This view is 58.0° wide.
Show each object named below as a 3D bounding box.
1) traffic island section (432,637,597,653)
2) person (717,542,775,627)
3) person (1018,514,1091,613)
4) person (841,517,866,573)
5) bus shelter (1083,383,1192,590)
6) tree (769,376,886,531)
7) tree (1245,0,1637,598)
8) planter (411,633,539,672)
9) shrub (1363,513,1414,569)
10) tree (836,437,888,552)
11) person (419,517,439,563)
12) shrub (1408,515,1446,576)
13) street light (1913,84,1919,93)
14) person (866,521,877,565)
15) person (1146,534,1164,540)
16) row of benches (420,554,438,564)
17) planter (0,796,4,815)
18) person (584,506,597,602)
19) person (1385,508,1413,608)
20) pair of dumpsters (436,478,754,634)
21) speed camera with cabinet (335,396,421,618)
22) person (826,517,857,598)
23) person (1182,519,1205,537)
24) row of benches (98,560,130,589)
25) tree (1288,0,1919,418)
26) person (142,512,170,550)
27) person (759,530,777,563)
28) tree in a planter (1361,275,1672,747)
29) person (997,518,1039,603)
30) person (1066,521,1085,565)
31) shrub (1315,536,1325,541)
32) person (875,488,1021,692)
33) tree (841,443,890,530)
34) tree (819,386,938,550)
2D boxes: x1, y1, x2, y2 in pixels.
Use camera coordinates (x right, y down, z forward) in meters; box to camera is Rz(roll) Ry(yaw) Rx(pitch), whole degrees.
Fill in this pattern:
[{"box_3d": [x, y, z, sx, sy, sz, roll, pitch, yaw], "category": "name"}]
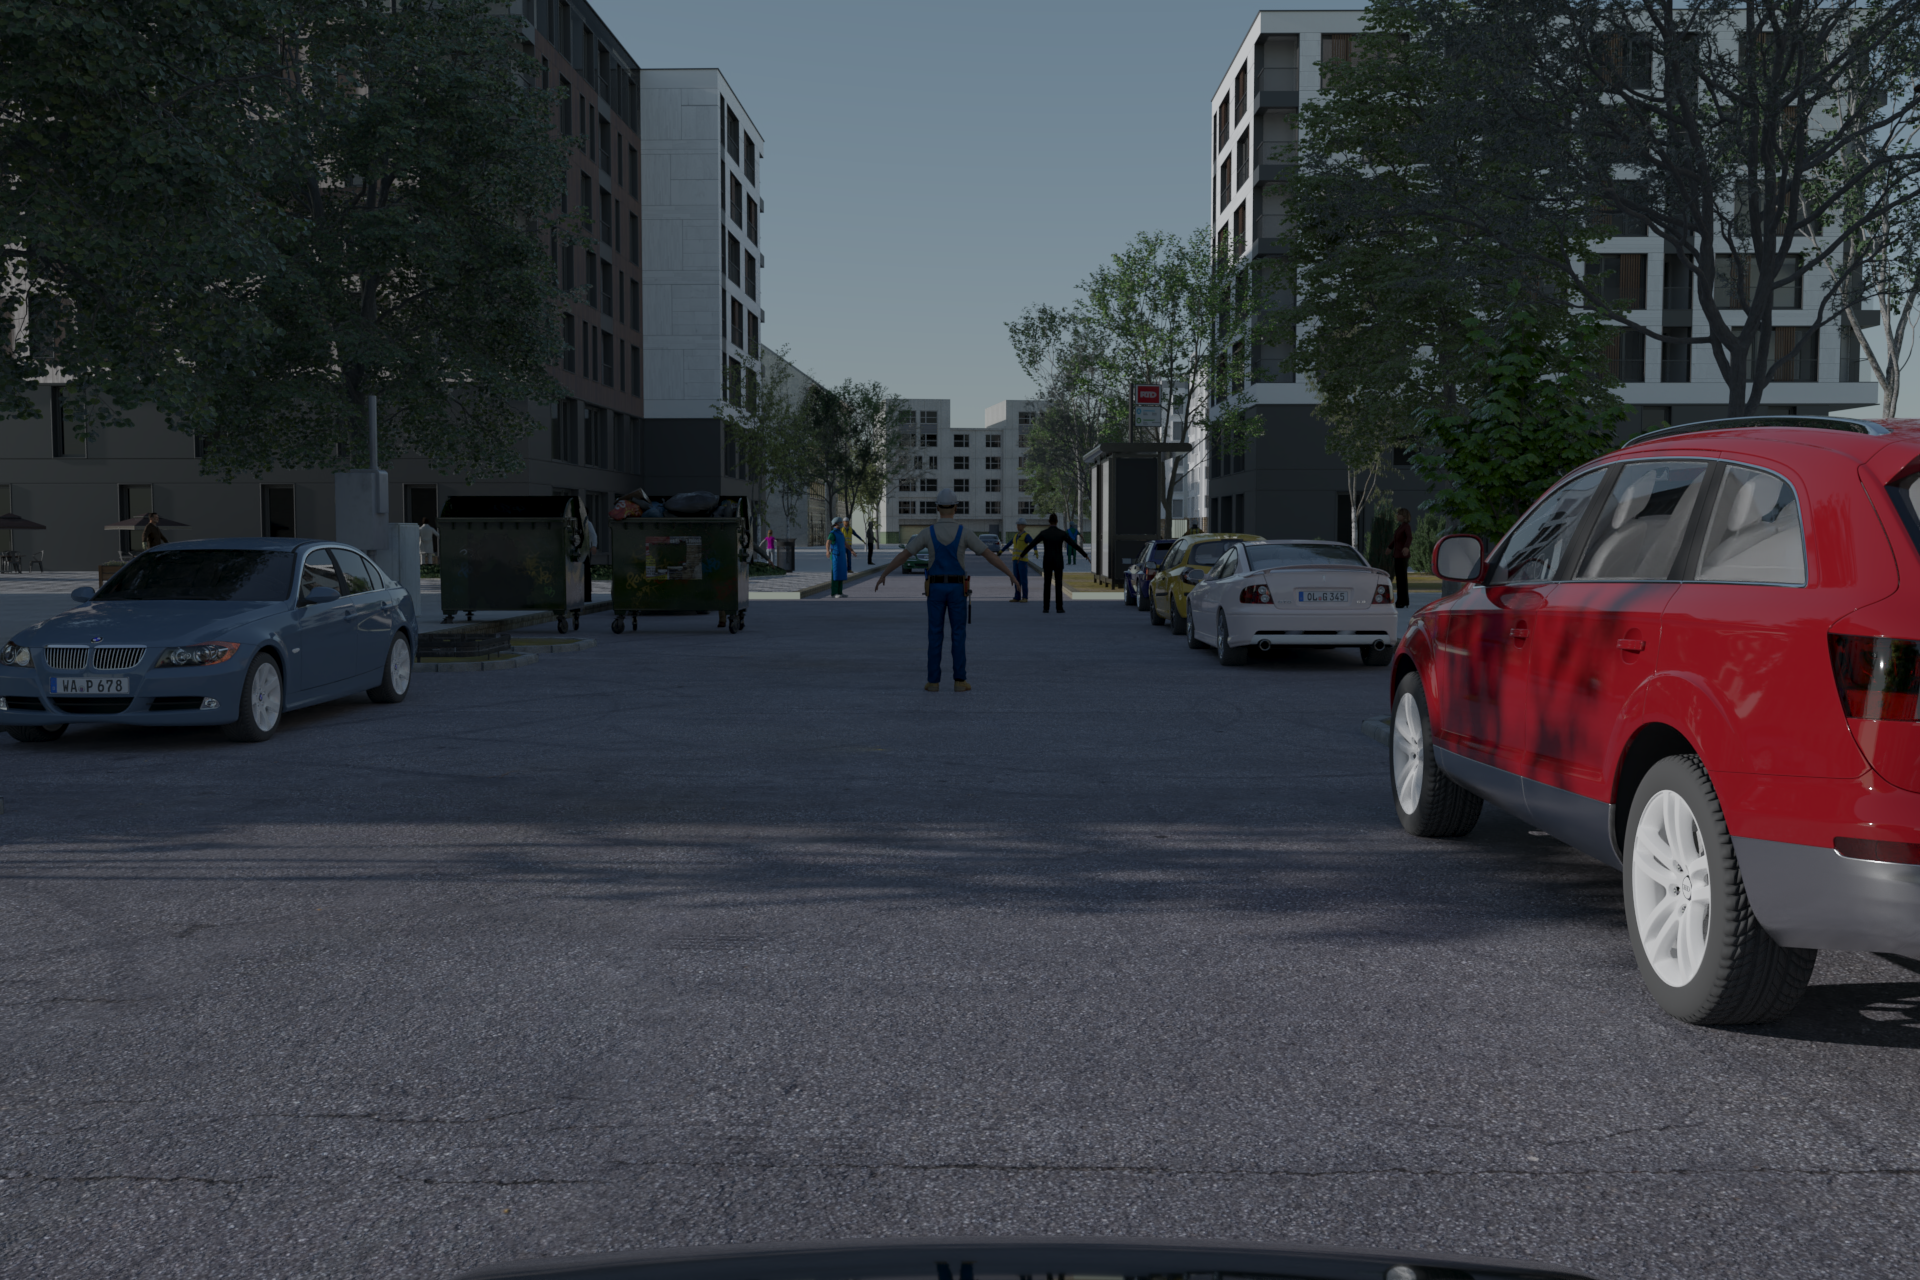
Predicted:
[{"box_3d": [-5.650, 0.071, 21.700, 1.991, 0.108, 1.994, 0, 4, 1], "category": "traffic island section"}, {"box_3d": [-3.536, -1.097, 26.657, 1.348, 1.796, 0.705, -1, 4, -13], "category": "person"}, {"box_3d": [1.700, -1.395, 31.494, 1.346, 1.802, 0.704, 1, 4, 11], "category": "person"}, {"box_3d": [-3.750, -3.131, 57.155, 1.349, 1.833, 0.705, -2, 4, -24], "category": "person"}, {"box_3d": [4.301, -4.053, 43.897, 2.179, 5.291, 8.768, 0, 4, 0], "category": "bus shelter"}, {"box_3d": [-7.832, -10.303, 102.868, 7.601, 10.594, 8.767, 0, 4, 6], "category": "tree"}, {"box_3d": [9.312, -7.080, 33.887, 7.486, 12.596, 7.792, 0, 3, 0], "category": "tree"}, {"box_3d": [-5.730, 0.133, 18.961, 1.991, 0.319, 1.994, 0, 4, 1], "category": "planter"}, {"box_3d": [13.794, -3.156, 55.646, 1.661, 2.075, 1.752, 0, 3, 0], "category": "shrub"}, {"box_3d": [-7.005, -10.791, 126.801, 4.737, 8.622, 4.395, 0, 3, 0], "category": "tree"}, {"box_3d": [-16.895, -2.974, 54.806, 1.347, 1.806, 0.705, -1, 4, -20], "category": "person"}, {"box_3d": [14.576, -3.006, 53.562, 1.690, 2.028, 1.600, 0, 3, 0], "category": "shrub"}, {"box_3d": [7.766, -2.463, 13.056, 0.468, 5.910, 1.993, 0, 4, 1], "category": "street light"}, {"box_3d": [-3.715, -4.059, 72.493, 0.705, 1.813, 1.348, -1, 4, -16], "category": "person"}, {"box_3d": [7.956, -4.066, 72.660, 1.347, 1.806, 0.705, -1, 4, -12], "category": "person"}, {"box_3d": [-17.826, -2.570, 57.479, 4.104, 0.672, 1.422, -1, 4, -22], "category": "row of benches"}, {"box_3d": [-5.893, 0.780, 8.388, 1.991, 0.319, 1.994, 0, 4, 0], "category": "planter"}, {"box_3d": [-7.125, -1.620, 32.650, 0.704, 1.810, 1.344, -3, 4, -38], "category": "person"}, {"box_3d": [7.580, -1.418, 29.991, 0.721, 1.729, 1.215, 0, 4, -1], "category": "person"}, {"box_3d": [-5.279, -1.239, 25.213, 4.436, 2.255, 1.574, 0, 4, 1], "category": "pair of dumpsters"}, {"box_3d": [-8.582, -1.909, 25.547, 0.660, 3.252, 2.038, 0, 4, 1], "category": "speed camera with cabinet"}, {"box_3d": [-2.726, -1.864, 39.053, 0.704, 1.817, 1.347, 2, 4, 23], "category": "person"}, {"box_3d": [9.076, -3.738, 66.884, 1.354, 1.858, 0.705, 1, 4, 15], "category": "person"}, {"box_3d": [-18.423, -1.572, 41.159, 4.104, 0.672, 1.422, 0, 4, -2], "category": "row of benches"}, {"box_3d": [9.849, -6.808, 21.681, 12.009, 13.543, 11.850, 0, 3, 0], "category": "tree"}, {"box_3d": [-19.764, -2.227, 42.542, 0.704, 1.812, 1.346, 0, 4, 2], "category": "person"}, {"box_3d": [-6.356, -3.008, 58.452, 0.991, 1.433, 0.599, 1, 4, 20], "category": "person"}, {"box_3d": [3.882, -0.904, 12.005, 1.991, 3.239, 1.994, 0, 4, 1], "category": "tree in a planter"}, {"box_3d": [1.217, -1.676, 36.325, 0.721, 1.772, 1.216, -3, 5, -43], "category": "person"}, {"box_3d": [4.629, -4.026, 71.959, 1.347, 1.817, 0.704, -1, 4, -23], "category": "person"}, {"box_3d": [11.752, -2.792, 56.761, 1.383, 1.207, 1.383, 0, 3, 0], "category": "shrub"}, {"box_3d": [-0.118, -0.459, 15.819, 1.347, 1.847, 0.705, 0, 4, 3], "category": "person"}, {"box_3d": [-7.243, -11.259, 134.448, 4.737, 8.622, 4.395, 0, 3, 0], "category": "tree"}, {"box_3d": [-6.914, -14.257, 143.474, 12.009, 13.543, 11.850, 0, 3, 0], "category": "tree"}]
